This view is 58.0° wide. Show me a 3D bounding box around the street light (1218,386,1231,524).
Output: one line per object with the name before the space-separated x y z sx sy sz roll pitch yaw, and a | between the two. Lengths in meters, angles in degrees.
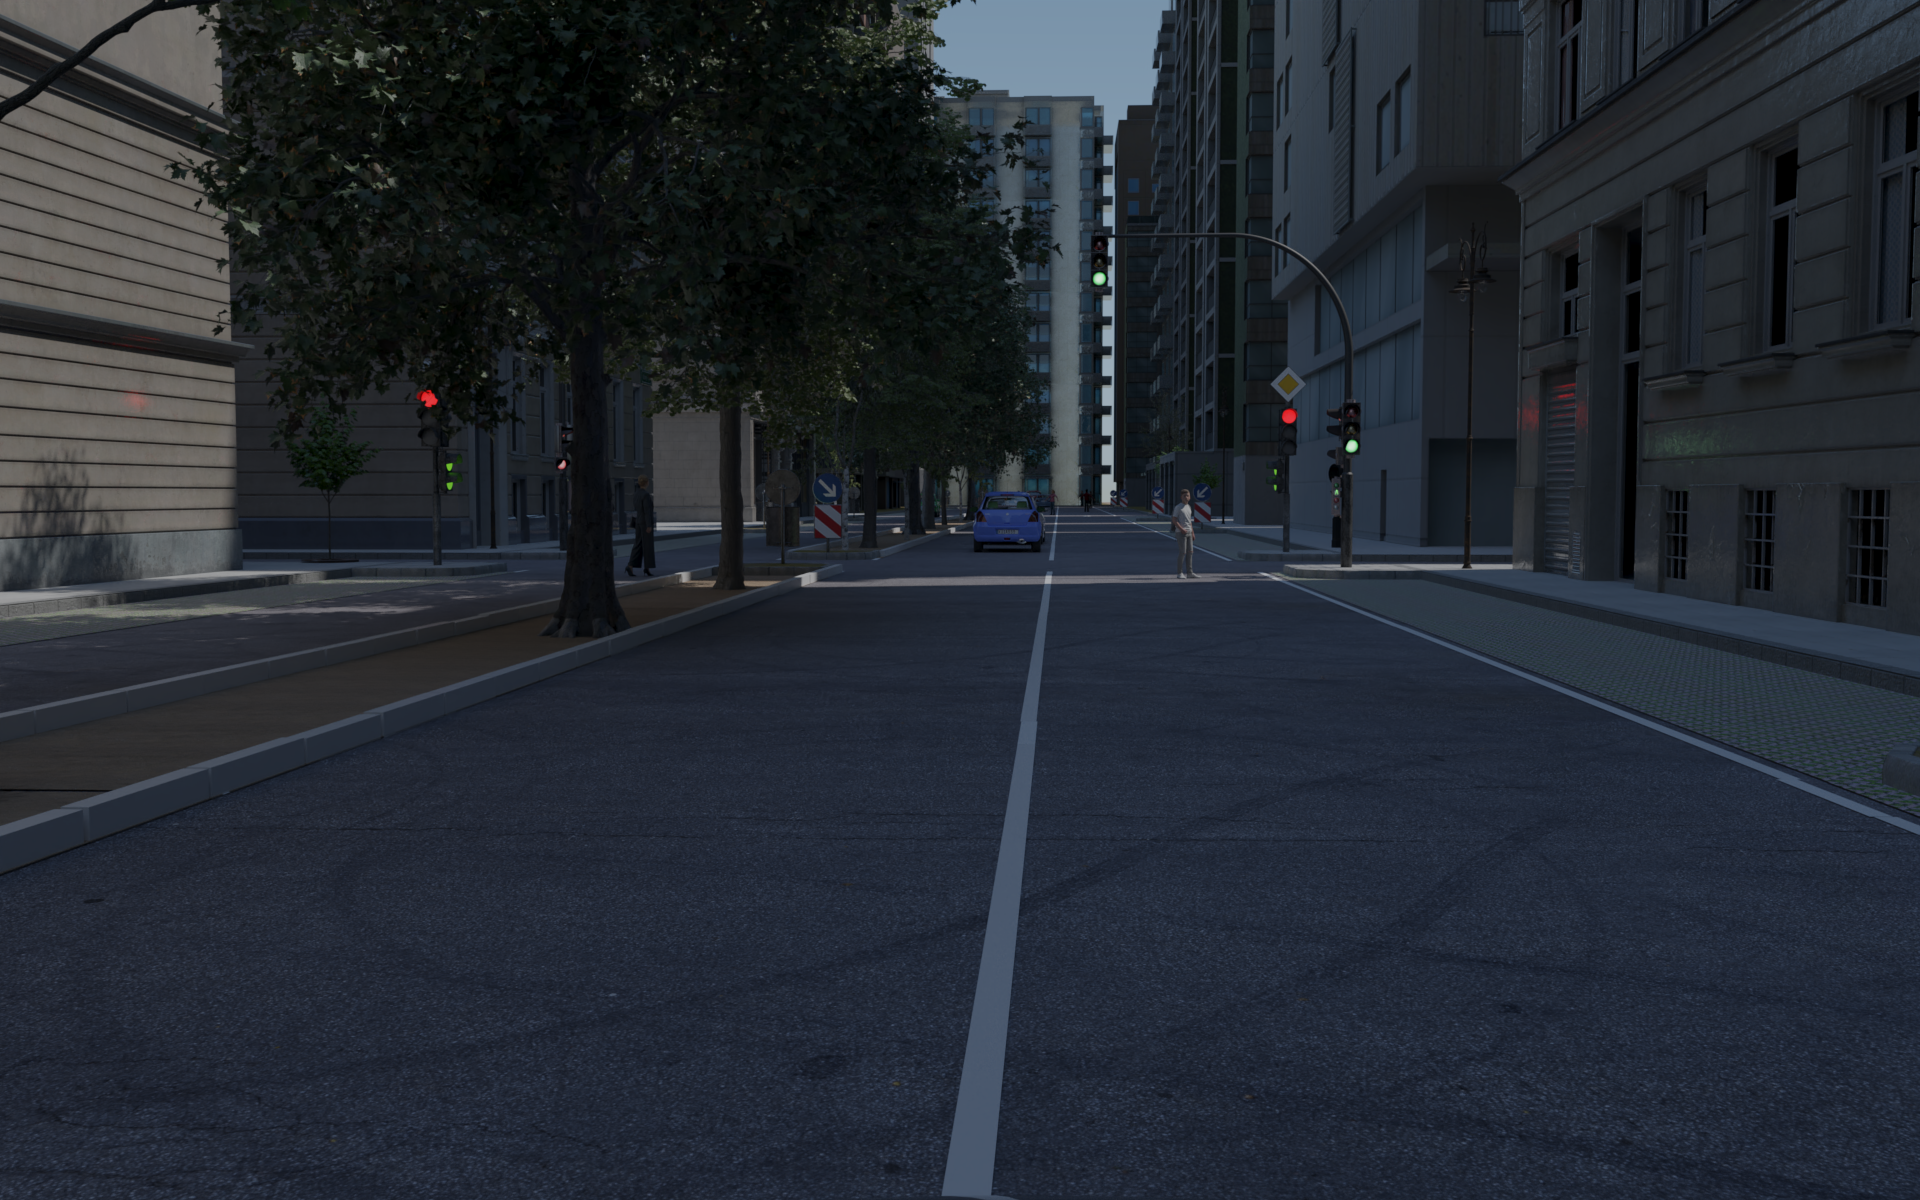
street light | 11.287 -6.195 74.076 0.468 5.910 1.993 0 4 3

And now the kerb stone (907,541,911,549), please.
kerb stone | -1.450 -1.393 44.969 0.120 0.150 1.000 0 4 3

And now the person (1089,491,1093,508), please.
person | 12.952 -10.016 172.970 0.721 1.735 1.217 3 5 41

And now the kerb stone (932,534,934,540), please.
kerb stone | -0.978 -1.893 53.173 0.120 0.150 1.000 0 4 3

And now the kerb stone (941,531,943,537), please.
kerb stone | -0.735 -2.145 57.271 0.120 0.150 1.000 0 4 3

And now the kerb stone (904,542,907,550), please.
kerb stone | -1.504 -1.330 43.948 0.120 0.150 1.000 0 4 3

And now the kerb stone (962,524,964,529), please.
kerb stone | -0.025 -2.896 69.546 0.120 0.150 1.000 0 4 3

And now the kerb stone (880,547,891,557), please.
kerb stone | -1.748 -1.080 39.852 0.120 0.150 1.000 0 4 3

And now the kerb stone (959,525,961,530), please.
kerb stone | -0.149 -2.771 67.498 0.120 0.150 1.000 0 4 3

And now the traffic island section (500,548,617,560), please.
traffic island section | -8.984 -1.036 39.224 2.009 0.180 2.903 0 4 3

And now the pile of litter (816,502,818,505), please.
pile of litter | -9.265 -5.863 109.817 1.719 0.858 1.176 1 4 14

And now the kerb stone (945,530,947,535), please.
kerb stone | -0.619 -2.270 59.320 0.120 0.150 1.000 0 4 3

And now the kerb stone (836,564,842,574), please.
kerb stone | -2.238 -0.547 31.169 0.120 0.150 1.000 0 4 3

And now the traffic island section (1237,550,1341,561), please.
traffic island section | 7.230 -0.979 38.289 2.009 0.180 2.903 0 4 3

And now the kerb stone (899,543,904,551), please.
kerb stone | -1.566 -1.268 42.928 0.120 0.150 1.000 0 4 3

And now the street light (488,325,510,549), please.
street light | -10.943 -4.138 40.445 0.468 5.910 1.993 0 4 3

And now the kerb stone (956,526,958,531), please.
kerb stone | -0.262 -2.646 65.456 0.120 0.150 1.000 0 4 3

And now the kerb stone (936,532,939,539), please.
kerb stone | -0.854 -2.020 55.219 0.120 0.150 1.000 0 4 3

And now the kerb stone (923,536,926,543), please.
kerb stone | -1.150 -1.707 50.103 0.120 0.150 1.000 0 4 3

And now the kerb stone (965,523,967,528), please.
kerb stone | 0.088 -3.021 71.587 0.120 0.150 1.000 0 4 3

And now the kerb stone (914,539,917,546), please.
kerb stone | -1.341 -1.518 47.013 0.120 0.150 1.000 0 4 3

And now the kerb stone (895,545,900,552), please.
kerb stone | -1.626 -1.203 41.907 0.120 0.150 1.000 0 4 3

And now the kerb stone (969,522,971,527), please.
kerb stone | 0.266 -3.209 74.666 0.120 0.150 1.000 0 4 3

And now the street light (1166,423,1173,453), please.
street light | 13.554 -8.525 112.174 0.468 5.910 1.993 0 4 3

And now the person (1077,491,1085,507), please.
person | 13.584 -11.296 193.215 0.705 1.821 1.348 -2 4 -32

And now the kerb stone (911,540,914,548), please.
kerb stone | -1.386 -1.455 45.992 0.120 0.150 1.000 0 4 3

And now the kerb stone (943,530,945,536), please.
kerb stone | -0.682 -2.208 58.292 0.120 0.150 1.000 0 4 3

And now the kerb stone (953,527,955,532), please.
kerb stone | -0.382 -2.521 63.413 0.120 0.150 1.000 0 4 3

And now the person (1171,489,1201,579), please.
person | 3.810 -1.112 29.278 0.523 1.515 0.503 1 4 13

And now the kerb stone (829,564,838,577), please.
kerb stone | -2.297 -0.486 30.144 0.120 0.150 1.000 0 4 3

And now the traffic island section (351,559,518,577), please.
traffic island section | -9.443 -0.549 31.253 2.009 0.180 2.903 0 4 3

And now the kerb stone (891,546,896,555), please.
kerb stone | -1.682 -1.143 40.886 0.120 0.150 1.000 0 4 3

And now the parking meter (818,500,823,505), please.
parking meter | -9.101 -6.411 113.236 0.372 1.533 0.369 0 3 0

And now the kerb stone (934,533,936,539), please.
kerb stone | -0.920 -1.957 54.199 0.120 0.150 1.000 0 4 3

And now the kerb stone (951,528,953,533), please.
kerb stone | -0.450 -2.457 62.394 0.120 0.150 1.000 0 4 3

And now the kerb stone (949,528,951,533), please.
kerb stone | -0.499 -2.396 61.363 0.120 0.150 1.000 0 4 3

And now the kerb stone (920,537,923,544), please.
kerb stone | -1.211 -1.644 49.071 0.120 0.150 1.000 0 4 3

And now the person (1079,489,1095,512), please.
person | 10.109 -7.919 137.935 1.348 1.831 0.705 2 4 26

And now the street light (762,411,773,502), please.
street light | -8.731 -6.483 78.793 0.468 5.910 1.993 0 4 3

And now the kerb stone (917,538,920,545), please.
kerb stone | -1.272 -1.581 48.040 0.120 0.150 1.000 0 4 3

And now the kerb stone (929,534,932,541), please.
kerb stone | -1.030 -1.832 52.146 0.120 0.150 1.000 0 4 3

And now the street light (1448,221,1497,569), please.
street light | 8.721 -3.475 29.611 0.468 5.910 1.993 0 4 3

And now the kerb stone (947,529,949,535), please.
kerb stone | -0.554 -2.327 60.341 0.120 0.150 1.000 0 4 3

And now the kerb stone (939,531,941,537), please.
kerb stone | -0.793 -2.081 56.249 0.120 0.150 1.000 0 4 3

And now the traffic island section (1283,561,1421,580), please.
traffic island section | 6.771 -0.491 30.317 2.009 0.180 2.903 0 4 3

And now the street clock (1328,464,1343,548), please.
street clock | 9.011 -2.249 41.344 0.358 2.002 0.471 -1 4 -22

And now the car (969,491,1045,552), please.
car | 1.197 -2.097 43.874 1.945 1.707 3.694 0 4 1

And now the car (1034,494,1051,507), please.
car | 7.979 -9.320 164.379 2.014 1.417 4.499 0 4 3

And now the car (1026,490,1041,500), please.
car | 7.694 -10.558 181.299 2.281 1.827 5.304 0 4 2

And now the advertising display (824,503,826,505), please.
advertising display | -7.302 -5.453 94.373 0.123 1.923 0.974 -1 4 -11

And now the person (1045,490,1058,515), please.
person | 6.202 -6.588 116.935 1.217 1.743 0.721 3 5 45

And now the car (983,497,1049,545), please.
car | 1.538 -2.339 50.612 2.083 1.381 4.827 0 4 4

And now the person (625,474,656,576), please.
person | -5.531 -1.299 30.156 0.576 1.772 0.534 2 4 28

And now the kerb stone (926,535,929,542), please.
kerb stone | -1.094 -1.769 51.126 0.120 0.150 1.000 0 4 3

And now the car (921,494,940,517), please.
car | -2.178 -6.032 107.425 1.959 1.807 4.718 0 4 2
